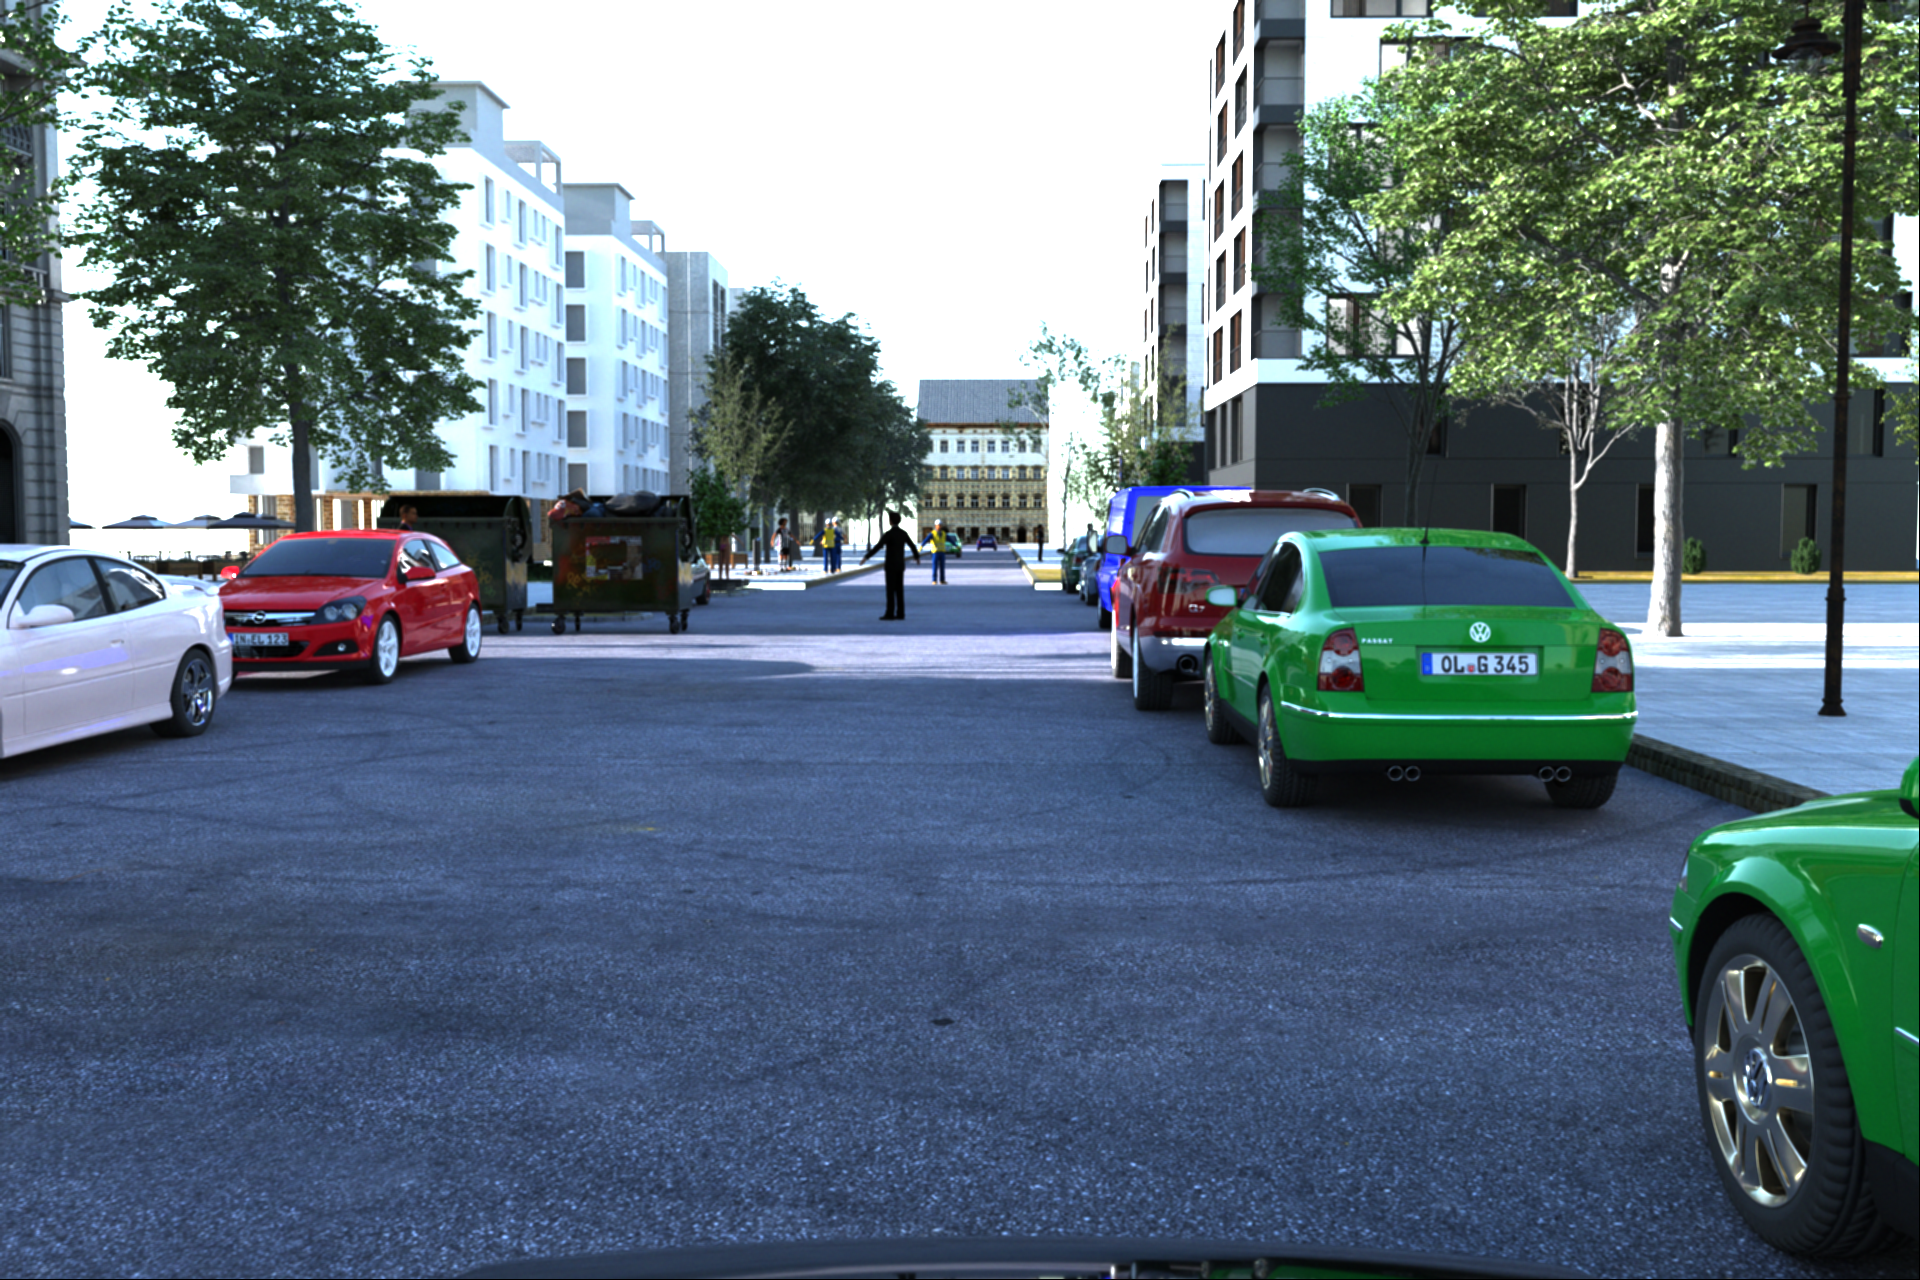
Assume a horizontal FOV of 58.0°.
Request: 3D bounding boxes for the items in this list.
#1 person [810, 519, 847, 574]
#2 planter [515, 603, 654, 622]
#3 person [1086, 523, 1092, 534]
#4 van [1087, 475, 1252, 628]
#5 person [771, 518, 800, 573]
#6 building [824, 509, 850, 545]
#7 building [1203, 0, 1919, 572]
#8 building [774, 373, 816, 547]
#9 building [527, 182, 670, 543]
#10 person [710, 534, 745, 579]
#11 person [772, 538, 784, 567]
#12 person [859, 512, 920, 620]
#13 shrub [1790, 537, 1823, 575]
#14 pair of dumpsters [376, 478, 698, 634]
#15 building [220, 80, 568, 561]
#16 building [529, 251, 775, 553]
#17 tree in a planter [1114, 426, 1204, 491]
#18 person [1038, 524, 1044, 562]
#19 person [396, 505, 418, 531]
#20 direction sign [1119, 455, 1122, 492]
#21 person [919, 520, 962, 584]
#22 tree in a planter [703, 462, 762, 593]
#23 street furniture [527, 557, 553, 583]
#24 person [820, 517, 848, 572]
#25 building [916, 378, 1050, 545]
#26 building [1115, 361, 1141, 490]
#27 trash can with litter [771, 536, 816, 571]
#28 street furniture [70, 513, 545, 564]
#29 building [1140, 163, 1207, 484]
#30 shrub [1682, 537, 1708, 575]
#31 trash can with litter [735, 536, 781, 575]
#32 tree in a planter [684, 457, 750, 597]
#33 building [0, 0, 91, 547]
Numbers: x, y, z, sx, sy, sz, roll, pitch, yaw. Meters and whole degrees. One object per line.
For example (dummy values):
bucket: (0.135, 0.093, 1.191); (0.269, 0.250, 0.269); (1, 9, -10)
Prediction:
person: (-4.275, -3.050, 56.335); (1.216, 1.772, 0.721); (-1, 4, -16)
planter: (-6.238, -0.490, 29.147); (1.991, 0.319, 1.994); (0, 4, 1)
person: (5.961, -4.539, 80.334); (0.705, 1.813, 1.348); (2, 4, 23)
van: (3.002, -1.235, 24.581); (2.240, 2.365, 5.245); (0, 4, 1)
person: (-5.875, -3.166, 57.906); (0.704, 1.843, 1.345); (3, 4, 38)
building: (-23.462, -23.130, 209.107); (19.493, 23.208, 18.063); (0, 4, 2)
building: (24.228, -14.103, 74.554); (27.936, 21.610, 32.646); (0, 4, 1)
building: (-25.193, -21.507, 182.569); (19.493, 23.208, 18.063); (0, 4, 2)
building: (-23.280, -14.566, 94.566); (16.016, 20.090, 11.380); (0, 4, 1)
person: (-6.276, -2.432, 46.564); (1.217, 1.733, 0.721); (2, 4, 33)
person: (-7.103, -3.614, 68.350); (0.599, 1.433, 0.991); (2, 4, 30)
person: (-1.115, -1.242, 28.950); (0.705, 1.806, 1.347); (3, 5, 44)
shrub: (26.529, -2.642, 54.306); (1.383, 1.207, 1.383); (0, 3, 0)
pair of dumpsters: (-6.113, -1.236, 25.154); (4.436, 2.255, 1.574); (0, 4, 1)
building: (-24.862, -13.292, 73.738); (16.016, 20.090, 11.380); (0, 4, 1)
building: (-23.720, -15.771, 124.307); (16.747, 18.905, 31.486); (0, 4, 1)
tree in a planter: (3.383, -1.931, 28.802); (1.991, 3.239, 1.994); (0, 4, 2)
person: (3.809, -4.489, 80.115); (0.721, 1.740, 1.216); (0, 4, 1)
person: (-7.009, -0.821, 22.106); (0.704, 1.802, 1.346); (0, 4, -3)
direction sign: (4.612, -3.538, 49.842); (0.379, 3.537, 0.876); (0, 4, 1)
person: (-0.595, -2.515, 49.546); (1.349, 1.833, 0.705); (-2, 4, -25)
tree in a planter: (-5.958, -2.789, 42.829); (1.991, 3.239, 1.994); (0, 4, 2)
street furniture: (-12.806, -1.897, 46.641); (10.072, 0.657, 5.734); (-2, 4, -34)
person: (-4.215, -3.232, 58.704); (0.705, 1.847, 1.347); (3, 4, 37)
building: (3.293, -25.045, 242.871); (18.063, 23.208, 19.493); (0, 4, 1)
building: (25.961, -19.529, 185.754); (16.747, 18.905, 31.486); (0, 4, 2)
trash can with litter: (-5.882, -3.092, 61.610); (1.678, 1.210, 2.233); (0, 4, 1)
street furniture: (-28.018, -3.455, 61.520); (27.439, 1.986, 14.083); (-1, 4, -8)
building: (25.444, -16.376, 111.725); (27.936, 21.610, 32.646); (0, 4, 2)
shrub: (22.837, -2.626, 54.046); (1.383, 1.207, 1.383); (0, 3, 0)
trash can with litter: (-6.250, -2.670, 54.706); (1.678, 1.210, 2.233); (0, 4, 3)
tree in a planter: (-5.965, -2.631, 40.246); (1.991, 3.239, 1.994); (0, 4, 2)
building: (-31.122, -11.981, 36.546); (13.314, 22.015, 24.055); (0, 4, 2)
